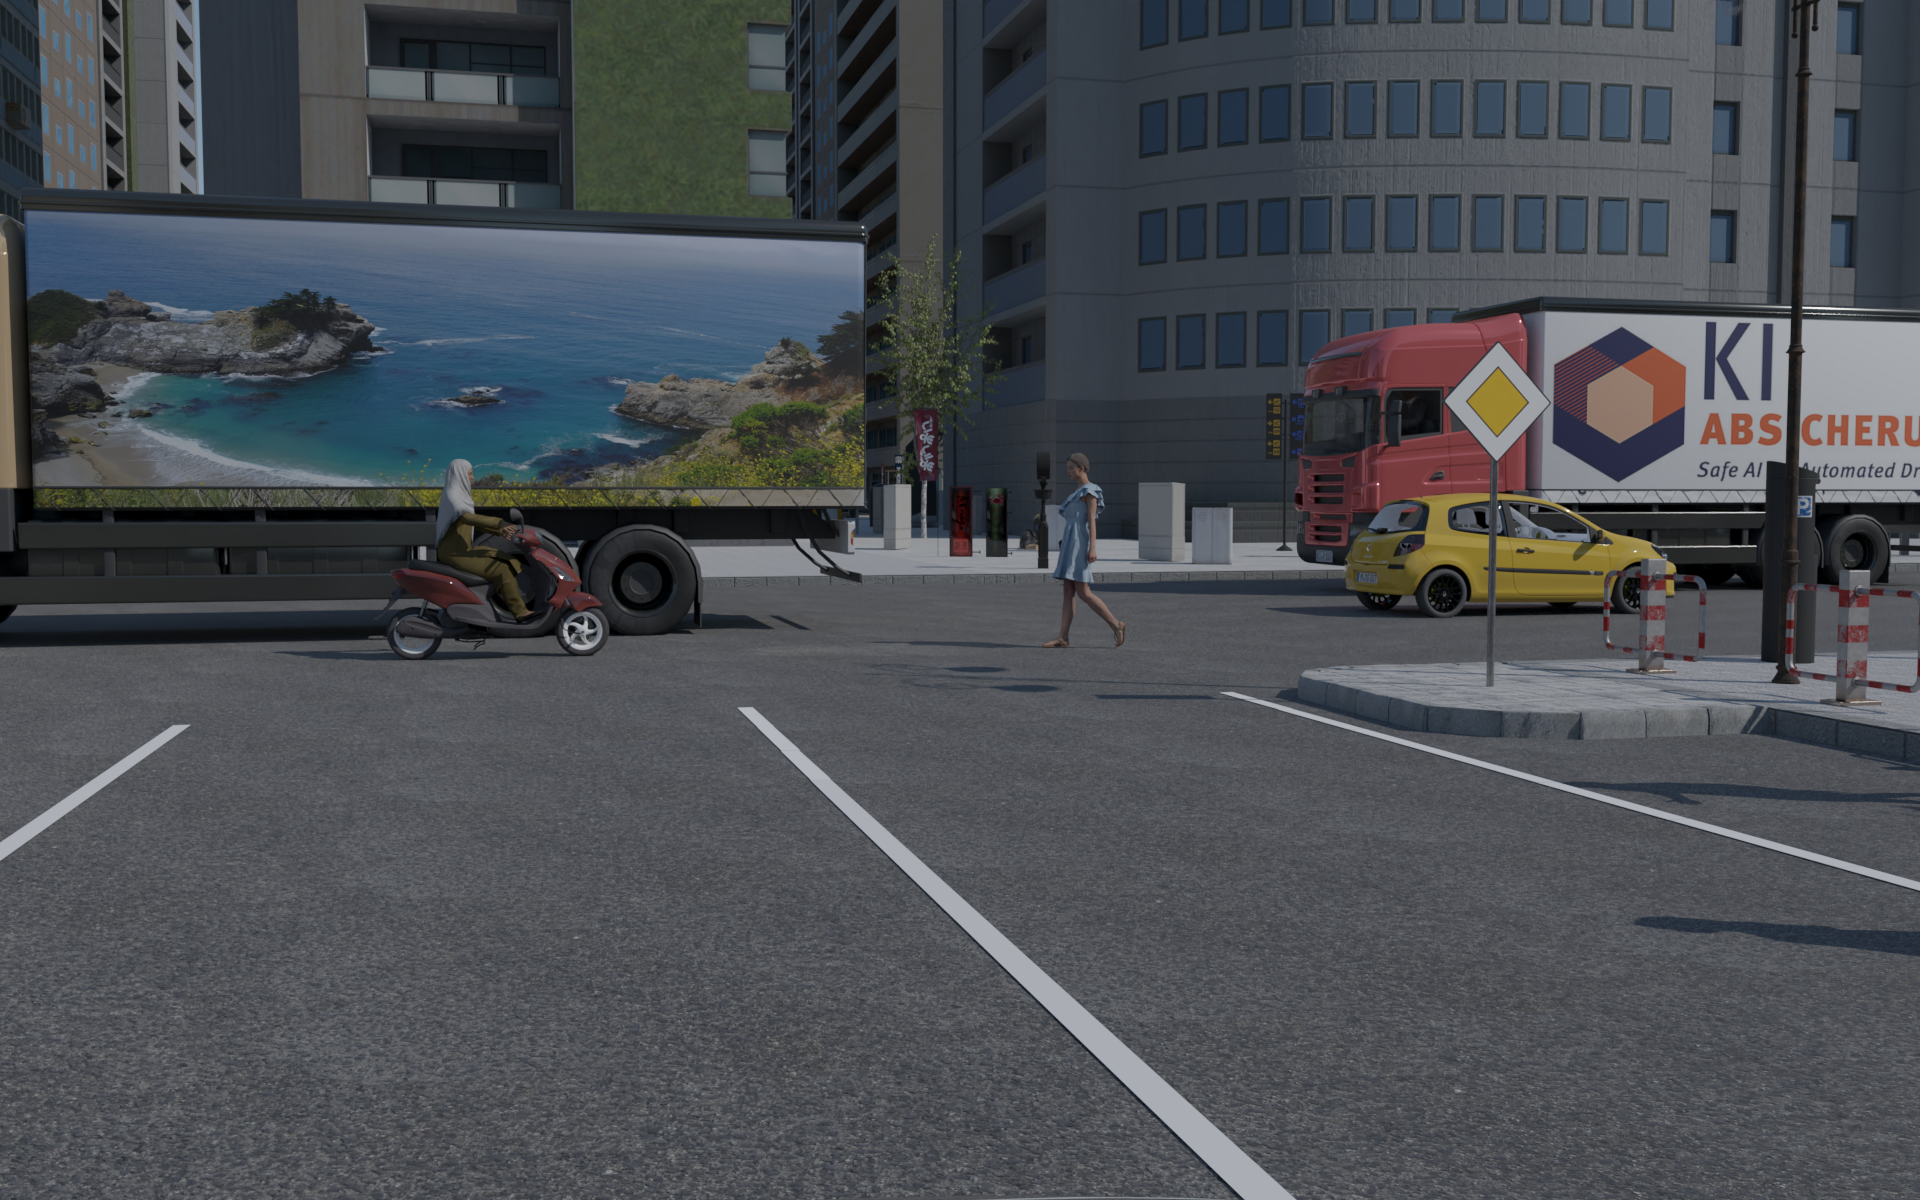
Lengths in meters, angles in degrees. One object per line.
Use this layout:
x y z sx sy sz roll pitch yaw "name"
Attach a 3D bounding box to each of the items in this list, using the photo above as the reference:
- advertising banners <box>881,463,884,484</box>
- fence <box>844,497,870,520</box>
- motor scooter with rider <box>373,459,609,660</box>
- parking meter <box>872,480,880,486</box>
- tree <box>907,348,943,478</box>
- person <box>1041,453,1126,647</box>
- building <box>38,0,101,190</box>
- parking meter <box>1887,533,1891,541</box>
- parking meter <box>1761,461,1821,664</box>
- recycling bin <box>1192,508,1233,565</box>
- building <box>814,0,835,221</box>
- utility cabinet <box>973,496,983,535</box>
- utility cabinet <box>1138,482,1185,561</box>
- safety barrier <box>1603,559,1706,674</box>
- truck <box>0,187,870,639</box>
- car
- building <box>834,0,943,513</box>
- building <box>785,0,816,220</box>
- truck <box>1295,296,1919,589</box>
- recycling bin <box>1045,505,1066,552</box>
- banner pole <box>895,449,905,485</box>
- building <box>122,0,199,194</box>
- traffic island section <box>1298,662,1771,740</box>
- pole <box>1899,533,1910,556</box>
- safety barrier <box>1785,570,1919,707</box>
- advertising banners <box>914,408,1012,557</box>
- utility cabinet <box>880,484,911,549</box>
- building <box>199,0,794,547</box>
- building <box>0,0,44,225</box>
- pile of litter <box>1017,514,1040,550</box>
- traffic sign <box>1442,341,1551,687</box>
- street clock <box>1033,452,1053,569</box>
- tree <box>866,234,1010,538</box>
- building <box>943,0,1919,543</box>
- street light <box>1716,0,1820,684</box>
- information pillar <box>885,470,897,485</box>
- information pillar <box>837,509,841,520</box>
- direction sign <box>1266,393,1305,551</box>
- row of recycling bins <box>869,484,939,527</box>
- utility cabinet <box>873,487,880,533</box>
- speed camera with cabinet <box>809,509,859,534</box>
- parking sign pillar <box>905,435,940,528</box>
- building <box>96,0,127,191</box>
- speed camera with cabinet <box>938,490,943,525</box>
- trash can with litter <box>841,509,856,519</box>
-4.657 -6.304 99.253 0.090 3.025 2.074 -1 4 -19 "advertising banners"
-4.723 -4.278 81.144 2.264 1.192 0.480 -3 5 -43 "fence"
-4.072 -0.374 15.073 1.986 1.779 0.876 -1 4 -15 "motor scooter with rider"
-3.436 -3.975 70.706 0.255 1.863 0.399 1 4 16 "parking meter"
-0.567 -8.108 82.936 4.360 8.622 3.978 0 3 0 "tree"
1.146 -0.461 16.127 0.778 1.811 0.616 0 4 -1 "person"
-56.110 -27.179 94.486 14.600 45.320 14.200 -1 4 -14 "building"
21.645 -2.132 40.573 0.255 1.863 0.399 1 4 16 "parking meter"
6.339 -0.294 13.222 0.372 1.533 0.369 0 3 0 "parking meter"
4.633 -1.176 31.789 0.722 1.027 0.722 1 4 9 "recycling bin"
-2.887 -29.396 130.739 14.600 45.320 14.200 -1 4 -14 "building"
0.270 -2.643 54.380 0.306 1.237 1.020 -3 5 -40 "utility cabinet"
3.883 -1.506 33.298 0.318 1.500 1.173 -2 4 -26 "utility cabinet"
4.959 0.114 12.403 0.300 0.817 1.120 -1 4 -14 "safety barrier"
-6.676 -1.754 17.594 11.283 4.237 2.839 -1 4 -15 "truck"
6.736 -0.666 21.105 3.980 1.641 2.015 -1 4 -14 "car"
4.168 -29.981 113.891 21.300 48.544 21.600 -1 4 -14 "building"
-5.448 -43.363 147.229 20.563 71.187 20.611 -1 4 -14 "building"
10.083 -2.286 26.293 11.283 4.237 2.839 -1 4 -15 "truck"
2.304 -1.610 38.874 0.722 1.027 0.722 2 4 24 "recycling bin"
-3.283 -6.514 96.522 0.863 3.779 0.401 -2 4 -31 "banner pole"
-73.022 -35.952 129.815 28.212 58.520 21.231 -1 4 -14 "building"
3.552 0.655 11.565 2.009 0.180 2.903 -1 4 -14 "traffic island section"
19.691 -2.580 36.027 0.158 3.312 0.155 0 3 0 "pole"
5.437 0.228 10.547 0.300 0.817 1.120 -1 4 -14 "safety barrier"
0.049 -2.393 35.307 2.074 3.025 0.090 1 4 15 "advertising banners"
-1.462 -1.928 40.197 0.318 1.500 1.173 1 4 16 "utility cabinet"
-12.449 -22.189 46.381 14.086 41.232 14.154 -1 4 -14 "building"
-40.586 -21.736 47.266 23.993 40.220 32.217 -1 4 -14 "building"
2.093 -1.615 40.365 1.719 0.858 1.176 -1 4 -17 "pile of litter"
3.531 -0.479 11.482 0.795 2.450 0.064 -1 4 -14 "traffic sign"
1.432 -1.542 29.778 0.358 2.002 0.471 0 4 2 "street clock"
-0.895 -6.102 50.123 4.737 8.622 4.395 0 3 0 "tree"
15.169 -31.405 55.477 28.212 58.520 21.231 -1 4 -14 "building"
5.604 -2.372 11.573 0.468 5.910 1.993 -1 4 -14 "street light"
-2.107 -2.981 53.237 0.304 2.012 0.304 -1 4 -16 "information pillar"
-4.638 -4.470 64.438 0.504 3.616 0.183 1 4 11 "information pillar"
7.323 -2.874 38.992 0.876 3.537 0.379 0 4 3 "direction sign"
-2.148 -3.767 68.709 1.069 1.692 3.534 3 5 42 "row of recycling bins"
-2.428 -2.907 56.201 0.318 1.500 1.173 1 4 23 "utility cabinet"
-4.065 -3.741 55.493 2.038 3.252 0.660 2 4 35 "speed camera with cabinet"
-1.499 -4.757 66.245 1.447 3.967 1.447 -3 5 -45 "parking sign pillar"
-62.925 -41.079 109.886 20.563 71.187 20.611 -1 4 -14 "building"
-1.263 -4.848 73.595 0.660 3.252 2.038 -3 4 -36 "speed camera with cabinet"
-5.775 -4.920 91.825 0.624 1.170 1.055 2 4 32 "trash can with litter"
